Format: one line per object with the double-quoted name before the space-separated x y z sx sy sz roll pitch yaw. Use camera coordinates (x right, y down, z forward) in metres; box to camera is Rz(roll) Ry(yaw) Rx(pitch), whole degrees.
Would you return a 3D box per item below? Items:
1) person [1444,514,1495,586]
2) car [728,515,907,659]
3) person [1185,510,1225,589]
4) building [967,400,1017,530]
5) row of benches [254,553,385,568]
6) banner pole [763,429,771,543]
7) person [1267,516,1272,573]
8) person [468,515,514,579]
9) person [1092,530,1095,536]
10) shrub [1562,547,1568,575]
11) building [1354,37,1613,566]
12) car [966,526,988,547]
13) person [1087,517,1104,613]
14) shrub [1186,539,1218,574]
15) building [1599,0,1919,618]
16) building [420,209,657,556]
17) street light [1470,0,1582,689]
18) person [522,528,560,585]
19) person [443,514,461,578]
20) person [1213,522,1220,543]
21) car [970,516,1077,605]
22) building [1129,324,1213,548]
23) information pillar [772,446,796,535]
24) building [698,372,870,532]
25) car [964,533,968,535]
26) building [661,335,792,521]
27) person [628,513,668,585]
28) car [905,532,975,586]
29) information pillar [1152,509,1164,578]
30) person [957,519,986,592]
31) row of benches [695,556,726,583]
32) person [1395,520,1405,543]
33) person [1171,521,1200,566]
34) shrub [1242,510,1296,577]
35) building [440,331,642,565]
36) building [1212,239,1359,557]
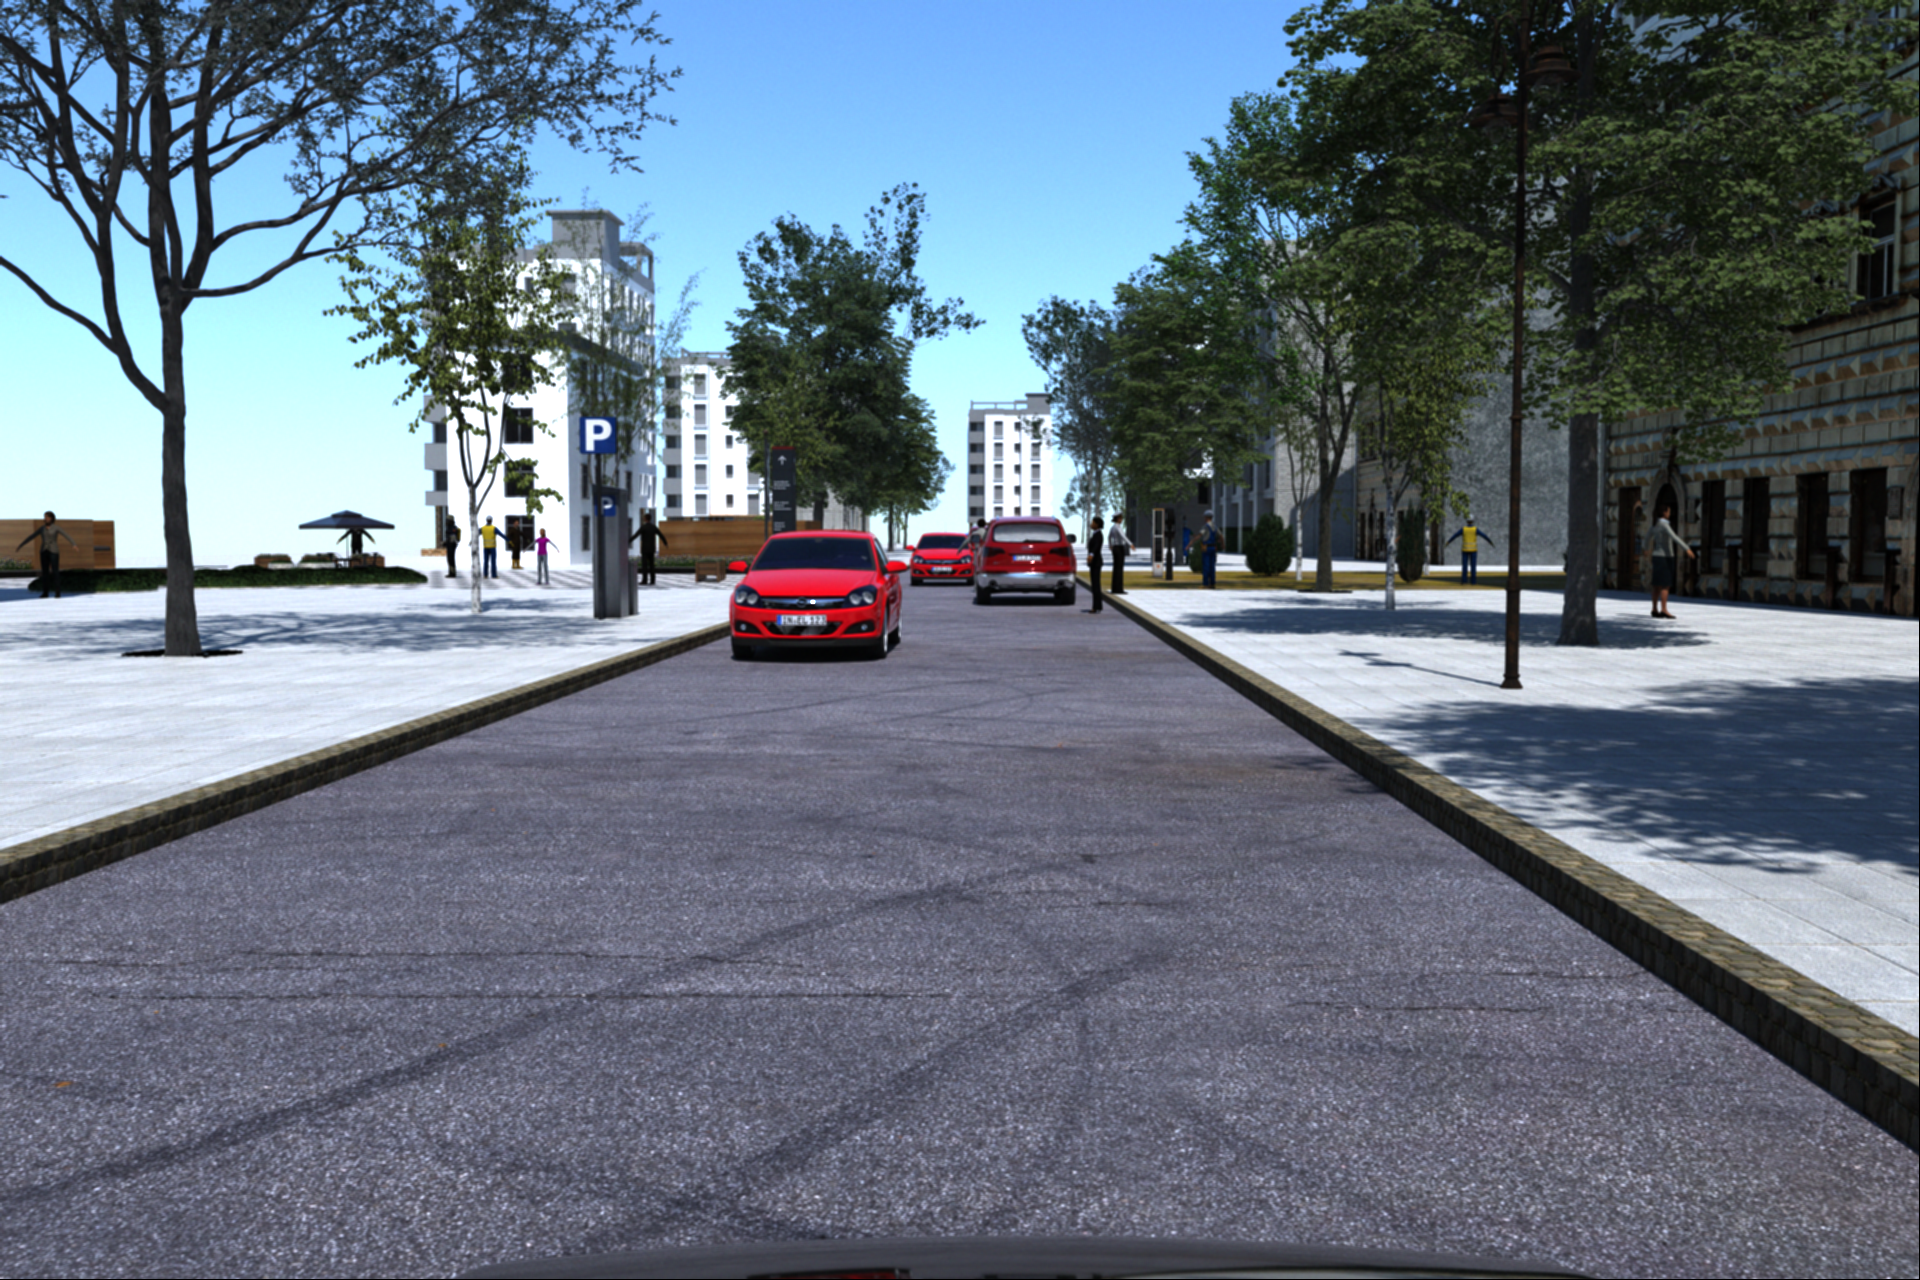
"person" 12.736 -2.253 43.299 1.216 1.772 0.721 1 4 17
"car" -1.698 -0.749 21.283 2.155 1.783 4.494 0 4 1
"person" 5.787 -2.116 40.458 1.347 1.847 0.705 -3 5 -41
"building" 1.348 -23.056 235.842 11.380 20.090 16.016 0 4 -1
"row of benches" -20.831 -2.487 56.132 4.104 0.672 1.422 -2 4 -26
"banner pole" -4.636 -3.164 41.756 0.401 3.779 0.863 0 4 3
"person" 10.118 -3.105 56.527 0.705 1.858 1.354 -1 4 -10
"person" -13.558 -2.692 49.979 1.349 1.833 0.705 0 4 5
"person" 6.166 -4.480 79.440 0.705 1.806 1.347 0 4 -3
"shrub" 17.889 -2.381 50.051 1.383 1.207 1.383 0 3 0
"building" 29.011 -15.114 78.047 19.493 23.208 18.063 0 4 2
"car" 1.206 -4.226 77.775 2.281 1.827 5.304 0 4 2
"person" 2.392 -1.361 31.426 0.721 1.740 1.216 0 4 7
"shrub" 7.767 -2.716 55.527 1.383 1.207 1.383 0 3 0
"building" 23.923 -12.193 30.293 19.493 23.208 18.063 0 4 1
"building" -25.397 -15.049 102.469 16.016 20.090 11.380 0 4 1
"street light" 4.589 -2.535 14.236 0.468 5.910 1.993 0 4 2
"person" -10.572 -2.110 43.773 0.991 1.433 0.599 0 4 7
"person" -14.965 -2.755 50.826 0.705 1.856 1.354 -2 4 -25
"person" 10.677 -4.116 73.563 0.705 1.796 1.348 -2 4 -28
"car" 1.355 -1.712 36.659 2.281 1.827 5.304 0 4 1
"building" 30.695 -20.183 173.967 27.936 21.610 32.646 0 4 2
"information pillar" -5.219 -3.796 51.438 0.750 3.857 0.750 0 4 2
"building" -20.049 -20.682 204.613 16.747 18.905 31.486 0 4 1
"car" 0.676 -6.831 121.286 1.945 1.707 3.694 0 4 1
"building" -22.301 -18.908 165.560 16.016 20.090 11.380 0 4 2
"person" -7.904 -2.297 43.787 1.346 1.802 0.704 -3 5 -44
"car" -0.450 -2.459 49.244 2.155 1.783 4.494 0 4 1
"information pillar" 5.821 -2.838 50.901 0.304 2.012 0.304 0 4 1
"person" 0.543 -2.075 42.566 1.347 1.806 0.705 1 4 18
"row of benches" -6.858 -1.971 47.696 1.422 0.672 4.104 0 4 -5
"person" 16.440 -3.523 63.742 1.345 1.843 0.704 -3 4 -39
"person" 9.000 -3.863 69.289 1.347 1.817 0.704 -1 4 -9
"shrub" 9.300 -2.915 52.082 1.690 2.028 1.600 0 3 0
"building" -20.258 -8.783 85.748 9.099 9.664 28.070 0 4 2
"building" 26.599 -15.046 112.454 16.747 18.905 31.486 0 4 2
